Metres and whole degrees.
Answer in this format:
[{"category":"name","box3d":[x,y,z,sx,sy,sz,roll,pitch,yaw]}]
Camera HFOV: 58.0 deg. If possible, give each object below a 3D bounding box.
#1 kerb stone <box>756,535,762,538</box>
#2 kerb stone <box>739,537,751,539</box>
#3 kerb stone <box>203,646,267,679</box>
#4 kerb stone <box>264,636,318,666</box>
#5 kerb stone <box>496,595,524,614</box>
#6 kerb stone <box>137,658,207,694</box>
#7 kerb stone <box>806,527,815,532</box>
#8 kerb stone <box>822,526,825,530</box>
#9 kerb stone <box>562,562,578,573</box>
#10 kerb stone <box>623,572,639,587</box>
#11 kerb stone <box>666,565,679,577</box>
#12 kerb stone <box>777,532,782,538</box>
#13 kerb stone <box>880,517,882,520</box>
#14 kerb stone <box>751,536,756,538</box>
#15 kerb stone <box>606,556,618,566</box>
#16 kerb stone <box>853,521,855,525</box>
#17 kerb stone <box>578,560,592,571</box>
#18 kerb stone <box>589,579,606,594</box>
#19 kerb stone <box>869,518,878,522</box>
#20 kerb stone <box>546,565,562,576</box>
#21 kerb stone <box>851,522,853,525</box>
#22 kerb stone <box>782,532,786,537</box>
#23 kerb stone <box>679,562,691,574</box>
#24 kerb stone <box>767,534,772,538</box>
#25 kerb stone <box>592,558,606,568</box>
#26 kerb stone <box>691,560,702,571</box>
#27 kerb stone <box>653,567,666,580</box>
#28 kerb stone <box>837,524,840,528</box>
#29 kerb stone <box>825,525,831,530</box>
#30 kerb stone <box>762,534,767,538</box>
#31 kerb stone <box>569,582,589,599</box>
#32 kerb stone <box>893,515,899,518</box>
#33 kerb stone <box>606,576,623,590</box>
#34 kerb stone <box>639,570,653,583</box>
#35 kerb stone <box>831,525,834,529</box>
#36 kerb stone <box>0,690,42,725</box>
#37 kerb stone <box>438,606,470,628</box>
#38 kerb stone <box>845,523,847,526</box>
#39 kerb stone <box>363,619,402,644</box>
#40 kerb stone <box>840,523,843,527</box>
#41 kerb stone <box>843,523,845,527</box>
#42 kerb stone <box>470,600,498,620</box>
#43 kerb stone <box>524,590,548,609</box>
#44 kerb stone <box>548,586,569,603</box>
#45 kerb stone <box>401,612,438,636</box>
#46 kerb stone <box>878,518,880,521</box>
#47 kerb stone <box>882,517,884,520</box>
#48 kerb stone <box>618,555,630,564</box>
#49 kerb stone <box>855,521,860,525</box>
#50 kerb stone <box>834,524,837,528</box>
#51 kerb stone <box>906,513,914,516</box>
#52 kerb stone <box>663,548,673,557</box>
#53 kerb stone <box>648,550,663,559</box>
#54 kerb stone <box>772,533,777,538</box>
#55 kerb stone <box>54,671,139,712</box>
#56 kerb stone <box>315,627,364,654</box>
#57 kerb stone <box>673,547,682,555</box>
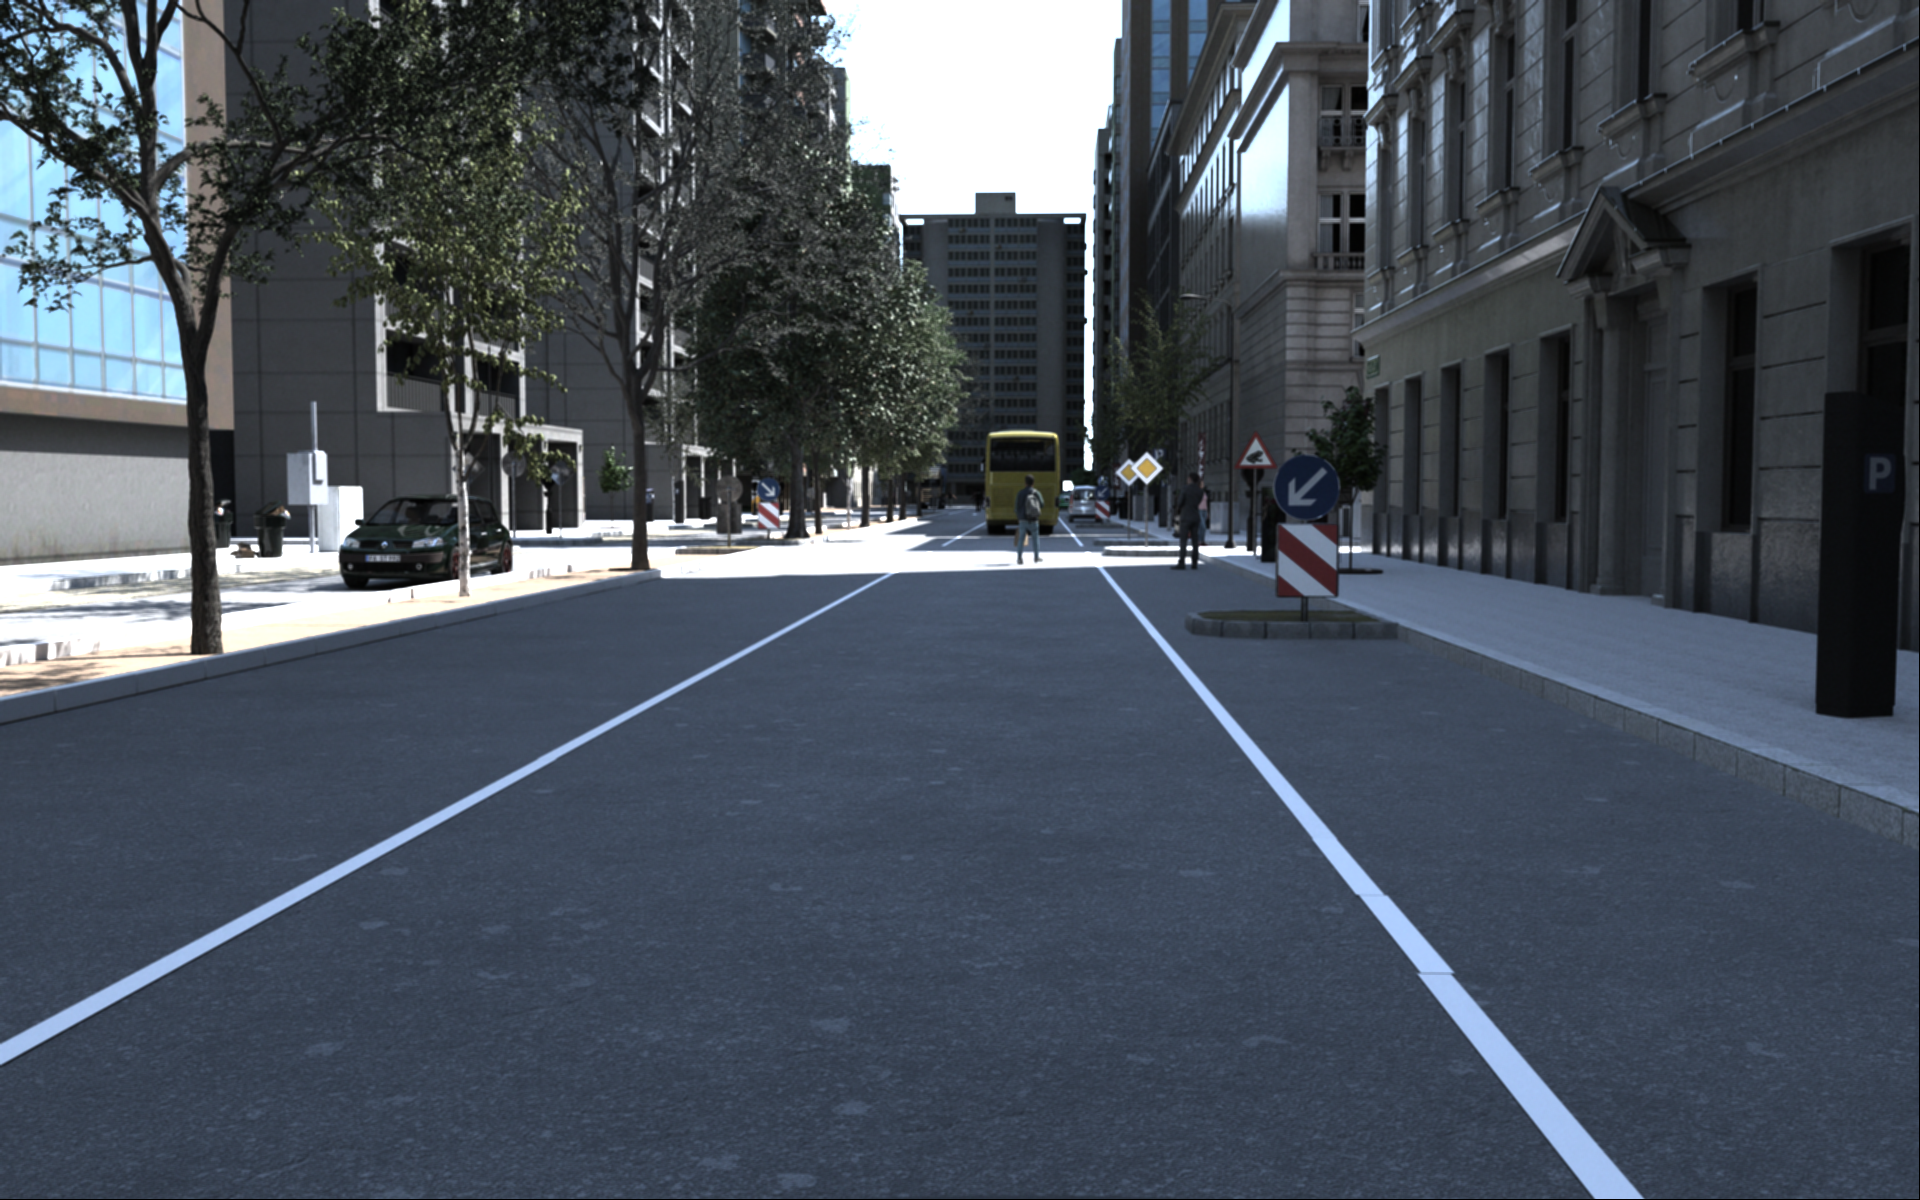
[{"category":"kerb stone","box3d":[-6.218,-1.842,52.429,0.120,0.150,1.000,0,4,3]},{"category":"kerb stone","box3d":[-6.301,-1.722,50.376,0.120,0.150,1.000,0,4,3]},{"category":"kerb stone","box3d":[-5.868,0.508,13.908,0.120,0.150,1.000,0,4,3]},{"category":"kerb stone","box3d":[-5.820,0.445,14.929,0.120,0.150,1.000,0,4,3]},{"category":"kerb stone","box3d":[-5.537,0.069,21.063,0.120,0.150,1.000,0,4,3]},{"category":"kerb stone","box3d":[-5.919,0.572,12.887,0.120,0.150,1.000,0,4,3]},{"category":"kerb stone","box3d":[-5.656,-2.601,64.727,0.120,0.150,1.000,0,4,3]},{"category":"kerb stone","box3d":[-5.511,-2.789,67.800,0.120,0.150,1.000,0,4,3]},{"category":"kerb stone","box3d":[-7.168,-0.564,31.415,0.120,0.150,1.000,0,4,3]},{"category":"kerb stone","box3d":[-5.252,-0.306,27.195,0.120,0.150,1.000,0,4,3]},{"category":"kerb stone","box3d":[-5.116,-0.494,30.275,0.120,0.150,1.000,0,4,3]},{"category":"kerb stone","box3d":[-6.033,-2.099,56.518,0.120,0.150,1.000,0,4,3]},{"category":"kerb stone","box3d":[-4.397,-4.291,92.383,0.120,0.150,1.000,0,4,3]},{"category":"kerb stone","box3d":[-6.264,-1.786,51.398,0.120,0.150,1.000,0,4,3]},{"category":"kerb stone","box3d":[-7.038,-0.750,34.486,0.120,0.150,1.000,0,4,3]},{"category":"kerb stone","box3d":[-5.007,-3.471,79.080,0.120,0.150,1.000,0,4,3]},{"category":"kerb stone","box3d":[-7.127,-0.625,32.439,0.120,0.150,1.000,0,4,3]},{"category":"kerb stone","box3d":[-5.359,-0.176,25.151,0.120,0.150,1.000,0,4,3]},{"category":"kerb stone","box3d":[-4.492,-4.163,90.333,0.120,0.150,1.000,0,4,3]},{"category":"kerb stone","box3d":[-7.226,-0.500,30.394,0.120,0.150,1.000,0,4,3]},{"category":"kerb stone","box3d":[-5.054,-3.416,78.053,0.120,0.150,1.000,0,4,3]},{"category":"kerb stone","box3d":[-5.983,-2.162,57.546,0.120,0.150,1.000,0,4,3]},{"category":"kerb stone","box3d":[-5.070,-0.557,31.312,0.120,0.150,1.000,0,4,3]},{"category":"kerb stone","box3d":[-6.126,-1.969,54.471,0.120,0.150,1.000,0,4,3]},{"category":"kerb stone","box3d":[-7.082,-0.689,33.460,0.120,0.150,1.000,0,4,3]},{"category":"kerb stone","box3d":[-5.028,-0.618,32.334,0.120,0.150,1.000,0,4,3]},{"category":"kerb stone","box3d":[-5.172,-0.432,29.252,0.120,0.150,1.000,0,4,3]},{"category":"kerb stone","box3d":[-5.286,-3.094,72.918,0.120,0.150,1.000,0,4,3]},{"category":"kerb stone","box3d":[-5.432,-2.914,69.843,0.120,0.150,1.000,0,4,3]},{"category":"kerb stone","box3d":[-6.170,-1.909,53.450,0.120,0.150,1.000,0,4,3]},{"category":"kerb stone","box3d":[-5.398,-0.118,24.127,0.120,0.150,1.000,0,4,3]},{"category":"kerb stone","box3d":[-3.849,-5.041,104.669,0.120,0.150,1.000,0,4,3]},{"category":"kerb stone","box3d":[-5.307,-0.243,26.171,0.120,0.150,1.000,0,4,3]},{"category":"kerb stone","box3d":[-5.222,-0.368,28.224,0.120,0.150,1.000,0,4,3]},{"category":"kerb stone","box3d":[-5.371,-2.977,70.867,0.120,0.150,1.000,0,4,3]},{"category":"kerb stone","box3d":[-6.014,0.694,10.845,0.120,0.150,1.000,0,4,3]},{"category":"kerb stone","box3d":[-5.637,0.200,19.022,0.120,0.150,1.000,0,4,3]},{"category":"kerb stone","box3d":[-5.150,-3.291,75.999,0.120,0.150,1.000,0,4,3]},{"category":"kerb stone","box3d":[-5.735,0.323,16.977,0.120,0.150,1.000,0,4,3]},{"category":"kerb stone","box3d":[-5.241,-3.160,73.953,0.120,0.150,1.000,0,4,3]},{"category":"kerb stone","box3d":[-5.193,-3.222,74.974,0.120,0.150,1.000,0,4,3]},{"category":"kerb stone","box3d":[-5.594,0.138,20.043,0.120,0.150,1.000,0,4,3]},{"category":"kerb stone","box3d":[-5.489,0.007,22.084,0.120,0.150,1.000,0,4,3]},{"category":"kerb stone","box3d":[-5.442,-0.056,23.105,0.120,0.150,1.000,0,4,3]},{"category":"kerb stone","box3d":[-5.684,0.257,17.998,0.120,0.150,1.000,0,4,3]},{"category":"kerb stone","box3d":[-4.446,-4.230,91.362,0.120,0.150,1.000,0,4,3]},{"category":"kerb stone","box3d":[-4.362,-4.354,93.408,0.120,0.150,1.000,0,4,3]},{"category":"kerb stone","box3d":[-6.991,-0.814,35.507,0.120,0.150,1.000,0,4,3]},{"category":"kerb stone","box3d":[-4.908,-3.605,81.136,0.120,0.150,1.000,0,4,3]},{"category":"kerb stone","box3d":[-5.325,-3.037,71.896,0.120,0.150,1.000,0,4,3]},{"category":"kerb stone","box3d":[-3.327,-5.728,115.918,0.120,0.150,1.000,0,4,3]},{"category":"kerb stone","box3d":[-6.794,-1.061,39.609,0.120,0.150,1.000,0,4,3]},{"category":"kerb stone","box3d":[-6.841,-1.003,38.588,0.120,0.150,1.000,0,4,3]},{"category":"kerb stone","box3d":[-6.078,-2.036,55.493,0.120,0.150,1.000,0,4,3]},{"category":"kerb stone","box3d":[-5.962,0.632,11.866,0.120,0.150,1.000,0,4,3]},{"category":"kerb stone","box3d":[-5.773,0.382,15.956,0.120,0.150,1.000,0,4,3]},{"category":"kerb stone","box3d":[-6.755,-1.128,40.632,0.120,0.150,1.000,0,4,3]}]
